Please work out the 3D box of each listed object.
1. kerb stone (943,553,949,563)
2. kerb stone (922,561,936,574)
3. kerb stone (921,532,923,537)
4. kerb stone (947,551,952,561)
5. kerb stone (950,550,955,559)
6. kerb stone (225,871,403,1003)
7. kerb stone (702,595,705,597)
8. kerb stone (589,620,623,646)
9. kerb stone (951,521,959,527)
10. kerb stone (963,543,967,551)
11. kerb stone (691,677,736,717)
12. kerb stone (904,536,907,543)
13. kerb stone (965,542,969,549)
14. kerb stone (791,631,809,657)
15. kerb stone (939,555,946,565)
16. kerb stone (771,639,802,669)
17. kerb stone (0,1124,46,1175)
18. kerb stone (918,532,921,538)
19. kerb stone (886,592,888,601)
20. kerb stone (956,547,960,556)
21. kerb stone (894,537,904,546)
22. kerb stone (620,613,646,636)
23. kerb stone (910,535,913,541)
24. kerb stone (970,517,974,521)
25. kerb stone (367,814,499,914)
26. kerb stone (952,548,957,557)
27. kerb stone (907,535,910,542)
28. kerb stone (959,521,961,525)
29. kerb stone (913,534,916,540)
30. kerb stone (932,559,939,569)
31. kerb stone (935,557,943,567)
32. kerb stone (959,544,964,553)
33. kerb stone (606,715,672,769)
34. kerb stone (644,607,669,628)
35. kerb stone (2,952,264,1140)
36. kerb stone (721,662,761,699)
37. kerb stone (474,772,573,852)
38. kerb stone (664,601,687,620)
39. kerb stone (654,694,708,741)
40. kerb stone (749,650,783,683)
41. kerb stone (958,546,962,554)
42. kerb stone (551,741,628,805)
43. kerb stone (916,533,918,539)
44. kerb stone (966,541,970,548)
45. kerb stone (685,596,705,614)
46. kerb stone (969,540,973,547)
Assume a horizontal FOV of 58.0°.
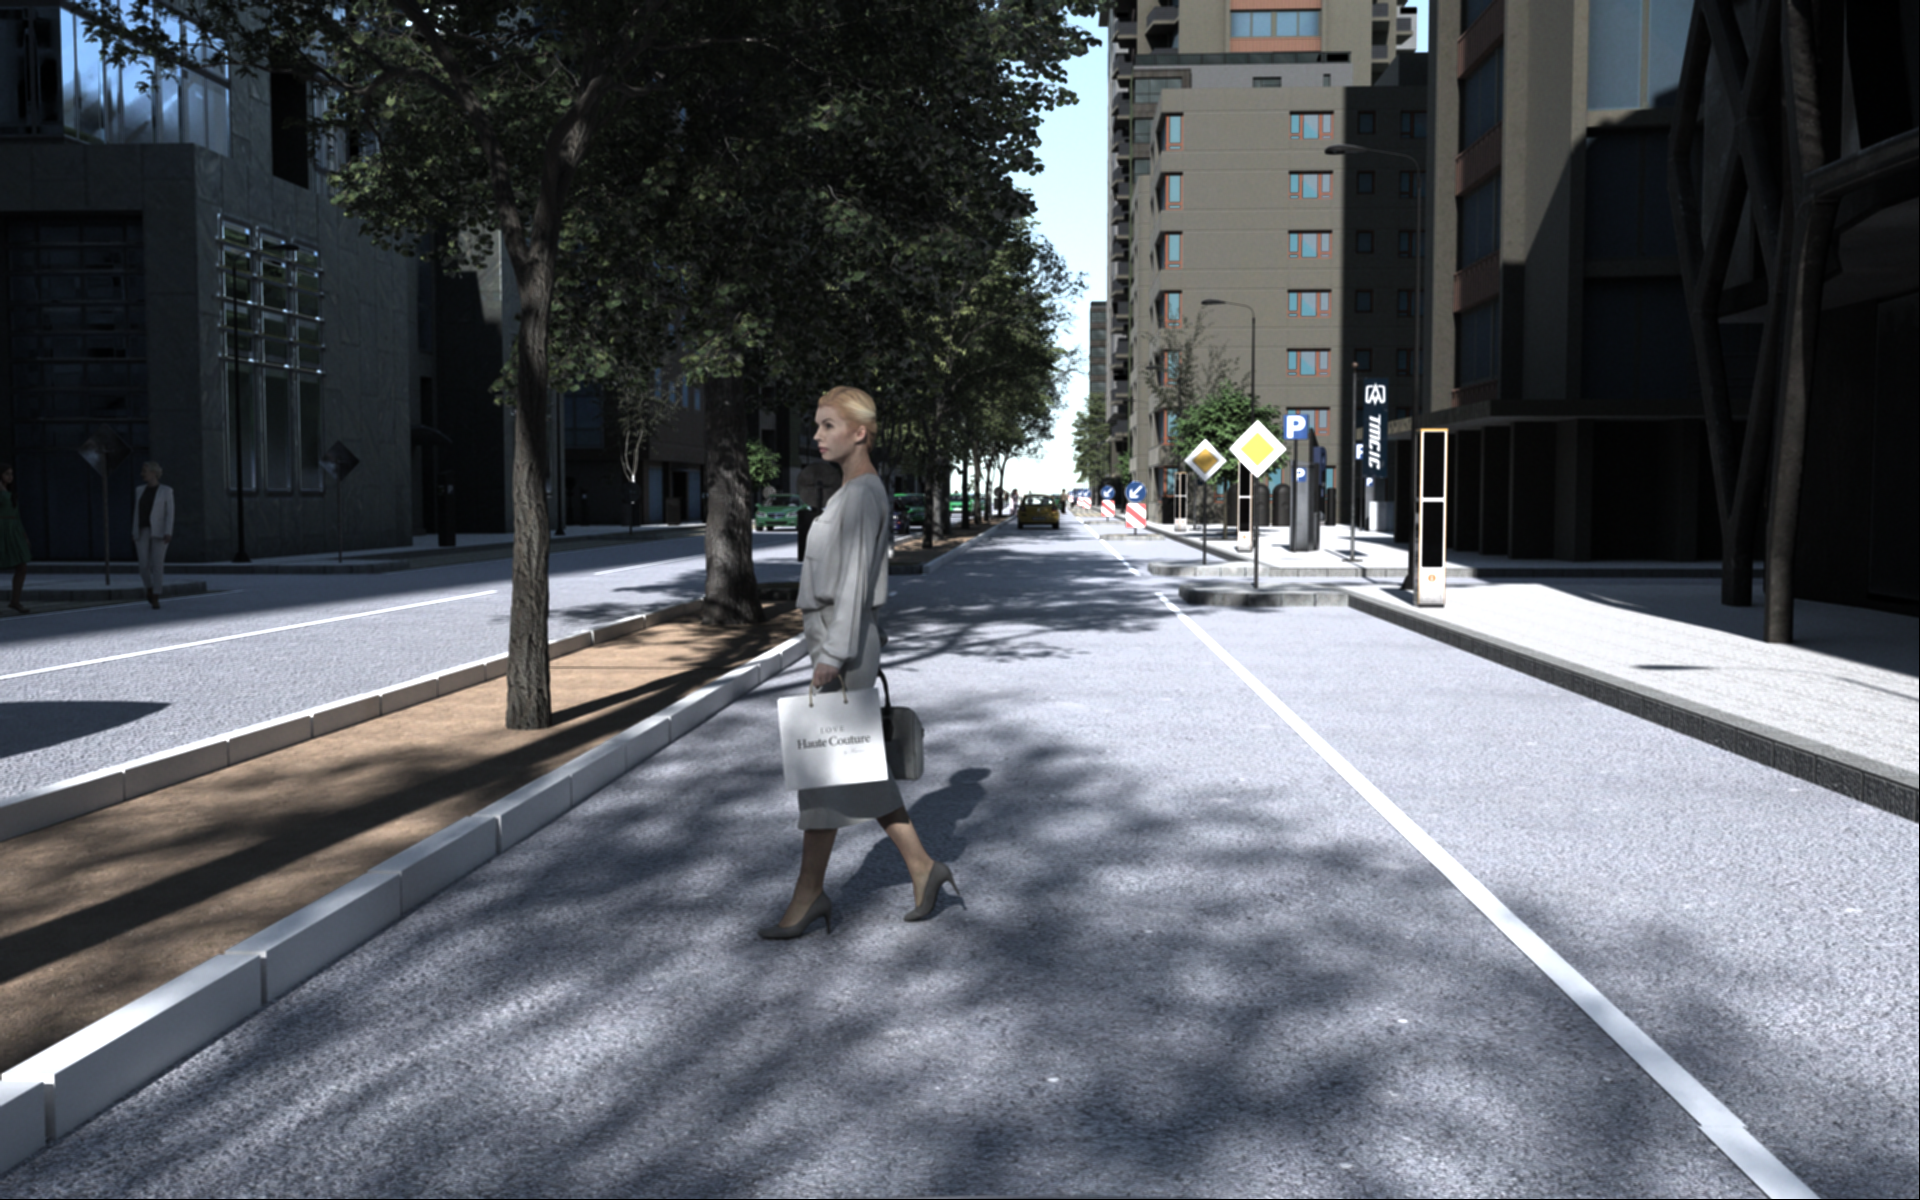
[{"bbox_3d":[-0.367,-0.815,35.566,0.120,0.150,1.000,0,4,3],"label":"kerb stone"},{"bbox_3d":[-0.585,-0.565,31.479,0.120,0.150,1.000,0,4,3],"label":"kerb stone"},{"bbox_3d":[-1.372,-2.077,56.177,0.120,0.150,1.000,0,4,3],"label":"kerb stone"},{"bbox_3d":[-0.310,-0.880,36.586,0.120,0.150,1.000,0,4,3],"label":"kerb stone"},{"bbox_3d":[-0.248,-0.938,37.607,0.120,0.150,1.000,0,4,3],"label":"kerb stone"},{"bbox_3d":[-1.982,1.031,5.371,0.120,0.150,1.000,0,4,3],"label":"kerb stone"},{"bbox_3d":[-3.204,0.021,21.852,0.120,0.150,1.000,0,4,3],"label":"kerb stone"},{"bbox_3d":[-3.468,0.334,16.731,0.120,0.150,1.000,0,4,3],"label":"kerb stone"},{"bbox_3d":[-0.226,-3.394,77.682,0.120,0.150,1.000,0,4,3],"label":"kerb stone"},{"bbox_3d":[0.021,-1.256,42.728,0.120,0.150,1.000,0,4,3],"label":"kerb stone"},{"bbox_3d":[-1.655,0.656,11.513,0.120,0.150,1.000,0,4,3],"label":"kerb stone"},{"bbox_3d":[-1.695,-1.703,50.034,0.120,0.150,1.000,0,4,3],"label":"kerb stone"},{"bbox_3d":[0.068,-1.318,43.749,0.120,0.150,1.000,0,4,3],"label":"kerb stone"},{"bbox_3d":[-1.428,0.403,15.605,0.120,0.150,1.000,0,4,3],"label":"kerb stone"},{"bbox_3d":[-0.429,-0.755,34.543,0.120,0.150,1.000,0,4,3],"label":"kerb stone"},{"bbox_3d":[-1.483,0.466,14.585,0.120,0.150,1.000,0,4,3],"label":"kerb stone"},{"bbox_3d":[-2.098,1.161,3.311,0.120,0.150,1.000,0,4,3],"label":"kerb stone"},{"bbox_3d":[-1.418,-2.015,55.148,0.120,0.150,1.000,0,4,3],"label":"kerb stone"},{"bbox_3d":[-1.050,-0.030,22.770,0.120,0.150,1.000,0,4,3],"label":"kerb stone"},{"bbox_3d":[-0.152,-1.068,39.662,0.120,0.150,1.000,0,4,3],"label":"kerb stone"},{"bbox_3d":[-1.752,-1.640,49.014,0.120,0.150,1.000,0,4,3],"label":"kerb stone"},{"bbox_3d":[-3.419,0.273,17.757,0.120,0.150,1.000,0,4,3],"label":"kerb stone"},{"bbox_3d":[-1.593,-1.827,52.076,0.120,0.150,1.000,0,4,3],"label":"kerb stone"},{"bbox_3d":[0.709,-4.457,95.069,0.120,0.150,1.000,0,4,3],"label":"kerb stone"},{"bbox_3d":[-1.934,0.967,6.399,0.120,0.150,1.000,0,4,3],"label":"kerb stone"},{"bbox_3d":[-0.202,-1.002,38.641,0.120,0.150,1.000,0,4,3],"label":"kerb stone"},{"bbox_3d":[-1.645,-1.762,51.055,0.120,0.150,1.000,0,4,3],"label":"kerb stone"},{"bbox_3d":[-0.161,-3.456,78.702,0.120,0.150,1.000,0,4,3],"label":"kerb stone"},{"bbox_3d":[-1.531,-1.890,53.096,0.120,0.150,1.000,0,4,3],"label":"kerb stone"},{"bbox_3d":[-0.533,-0.630,32.499,0.120,0.150,1.000,0,4,3],"label":"kerb stone"},{"bbox_3d":[-0.478,-0.693,33.522,0.120,0.150,1.000,0,4,3],"label":"kerb stone"},{"bbox_3d":[-0.039,-1.193,41.708,0.120,0.150,1.000,0,4,3],"label":"kerb stone"},{"bbox_3d":[-1.761,0.781,9.467,0.120,0.150,1.000,0,4,3],"label":"kerb stone"},{"bbox_3d":[-3.356,0.209,18.777,0.120,0.150,1.000,0,4,3],"label":"kerb stone"},{"bbox_3d":[-2.039,1.095,4.340,0.120,0.150,1.000,0,4,3],"label":"kerb stone"},{"bbox_3d":[-1.603,0.592,12.538,0.120,0.150,1.000,0,4,3],"label":"kerb stone"},{"bbox_3d":[-1.866,0.904,7.420,0.120,0.150,1.000,0,4,3],"label":"kerb stone"},{"bbox_3d":[-3.318,0.146,19.803,0.120,0.150,1.000,0,4,3],"label":"kerb stone"},{"bbox_3d":[-1.702,0.717,10.492,0.120,0.150,1.000,0,4,3],"label":"kerb stone"},{"bbox_3d":[-1.543,0.529,13.562,0.120,0.150,1.000,0,4,3],"label":"kerb stone"},{"bbox_3d":[-0.095,-1.131,40.684,0.120,0.150,1.000,0,4,3],"label":"kerb stone"},{"bbox_3d":[-1.814,0.845,8.446,0.120,0.150,1.000,0,4,3],"label":"kerb stone"},{"bbox_3d":[-1.485,-1.952,54.117,0.120,0.150,1.000,0,4,3],"label":"kerb stone"},{"bbox_3d":[0.119,-1.381,44.770,0.120,0.150,1.000,0,4,3],"label":"kerb stone"},{"bbox_3d":[-3.262,0.093,20.825,0.120,0.150,1.000,0,4,3],"label":"kerb stone"},{"bbox_3d":[0.181,-1.443,45.794,0.120,0.150,1.000,0,4,3],"label":"kerb stone"}]
